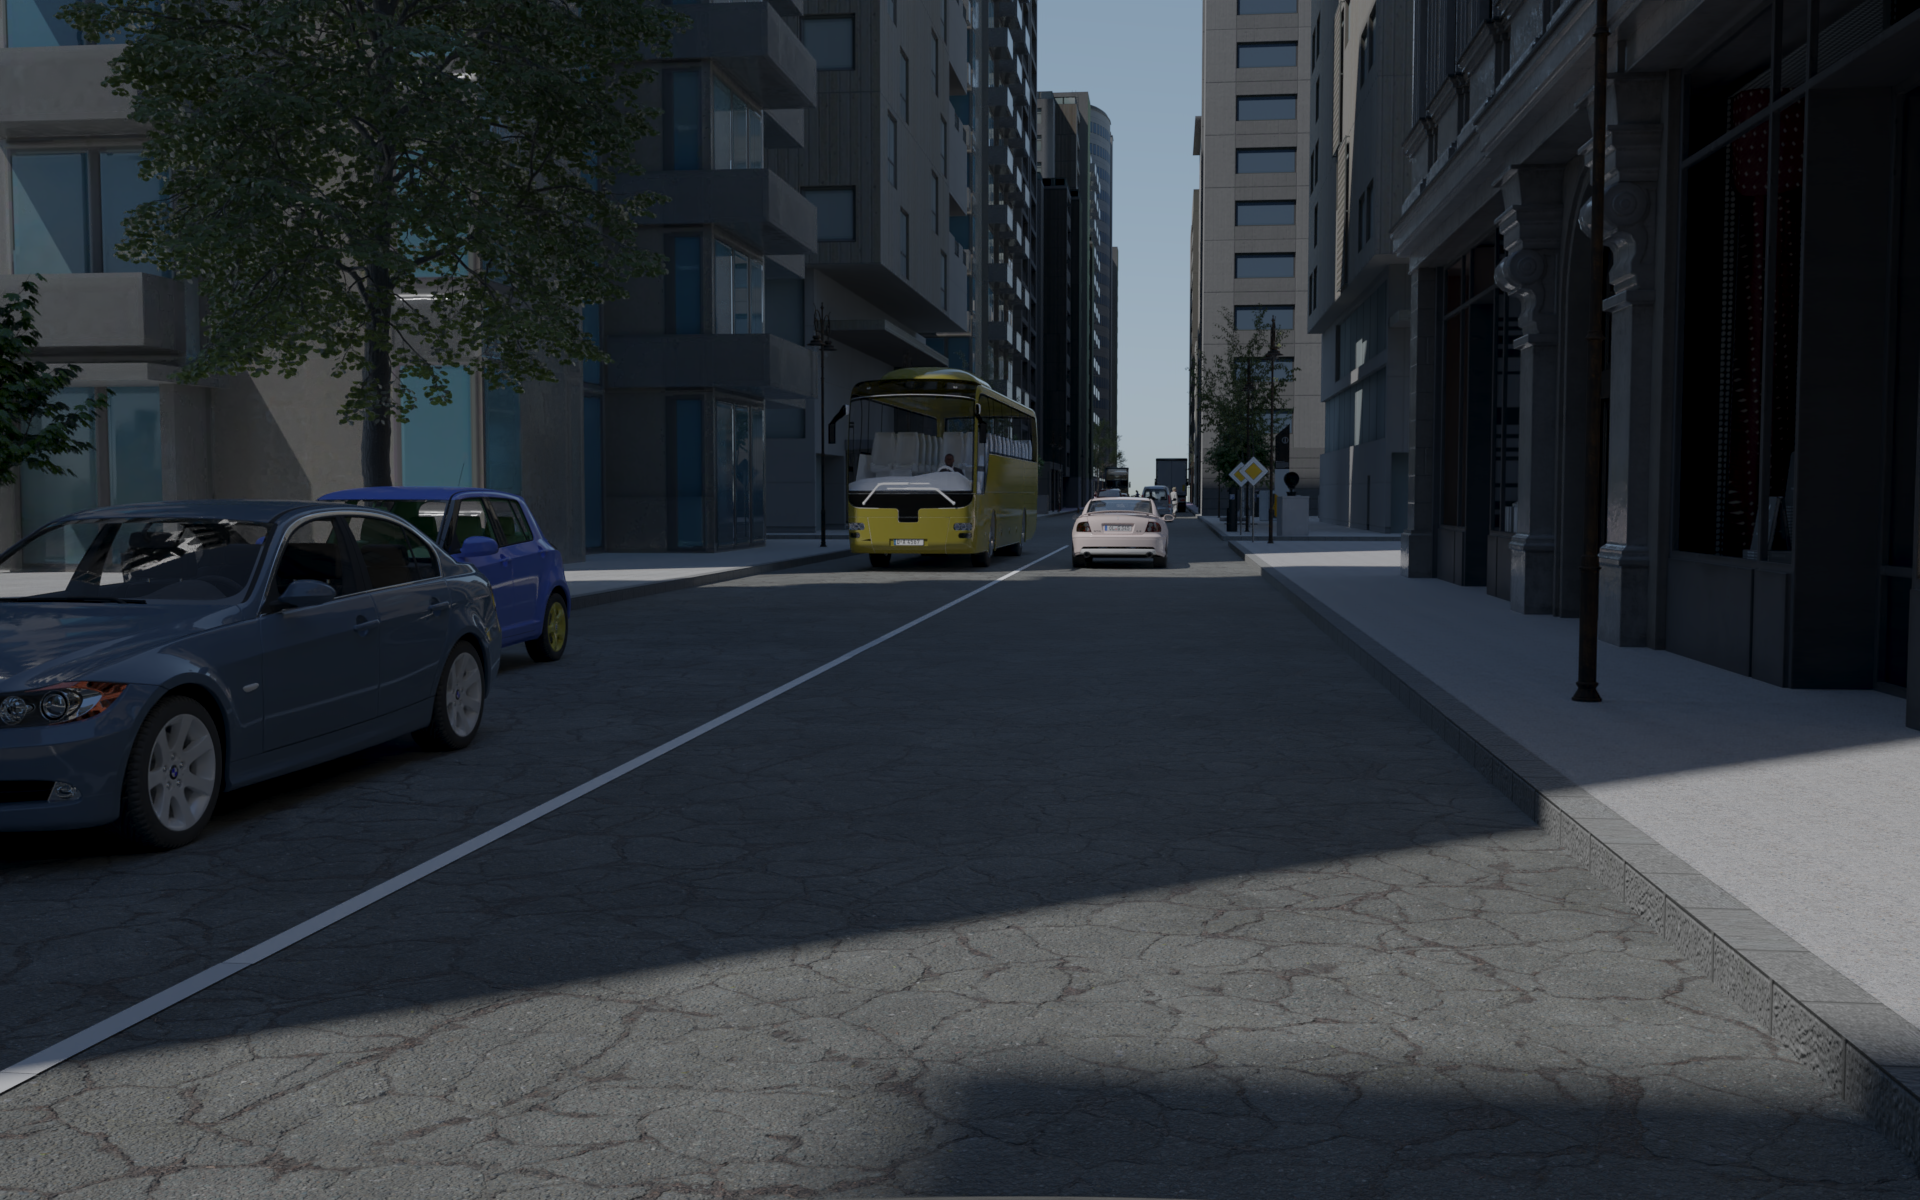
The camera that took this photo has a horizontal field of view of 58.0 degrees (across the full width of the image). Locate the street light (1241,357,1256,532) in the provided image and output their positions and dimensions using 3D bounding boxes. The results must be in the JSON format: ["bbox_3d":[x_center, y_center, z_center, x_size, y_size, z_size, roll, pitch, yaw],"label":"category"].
[{"bbox_3d":[9.741,-5.249,58.605,0.468,5.910,1.993,0,4,7],"label":"street light"}]

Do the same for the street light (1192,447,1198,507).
[{"bbox_3d":[23.258,-12.047,169.755,0.468,5.910,1.993,0,4,7],"label":"street light"}]

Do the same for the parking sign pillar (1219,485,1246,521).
[{"bbox_3d":[12.978,-5.699,81.644,1.447,3.967,1.447,1,4,18],"label":"parking sign pillar"}]

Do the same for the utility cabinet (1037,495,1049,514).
[{"bbox_3d":[5.113,-6.043,109.965,1.020,1.237,0.306,2,4,25],"label":"utility cabinet"}]

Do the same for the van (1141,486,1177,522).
[{"bbox_3d":[10.157,-5.043,89.457,2.013,2.044,4.112,1,4,8],"label":"van"}]

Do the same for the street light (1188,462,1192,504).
[{"bbox_3d":[27.484,-14.144,204.036,0.468,5.910,1.993,0,4,7],"label":"street light"}]

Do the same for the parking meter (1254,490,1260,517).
[{"bbox_3d":[16.416,-5.345,95.795,0.372,1.533,0.369,0,3,0],"label":"parking meter"}]

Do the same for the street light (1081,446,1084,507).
[{"bbox_3d":[11.701,-11.800,165.715,0.468,5.910,1.993,0,4,7],"label":"street light"}]

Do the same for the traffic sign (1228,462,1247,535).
[{"bbox_3d":[8.756,-3.078,53.968,0.795,2.450,0.064,0,4,7],"label":"traffic sign"}]

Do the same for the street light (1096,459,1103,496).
[{"bbox_3d":[15.914,-13.897,199.997,0.468,5.910,1.993,0,4,7],"label":"street light"}]

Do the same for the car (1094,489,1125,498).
[{"bbox_3d":[10.966,-7.224,126.777,2.281,1.827,5.304,0,4,7],"label":"car"}]

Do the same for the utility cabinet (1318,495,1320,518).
[{"bbox_3d":[19.731,-4.997,92.869,1.020,1.237,0.306,0,4,3],"label":"utility cabinet"}]

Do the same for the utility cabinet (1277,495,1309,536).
[{"bbox_3d":[10.215,-2.570,53.186,1.020,1.237,0.306,-2,4,-26],"label":"utility cabinet"}]

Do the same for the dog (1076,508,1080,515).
[{"bbox_3d":[8.053,-6.049,118.185,0.406,0.507,0.540,-2,4,-28],"label":"dog"}]

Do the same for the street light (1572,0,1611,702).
[{"bbox_3d":[3.891,-2.311,10.571,0.468,5.910,1.993,0,4,7],"label":"street light"}]

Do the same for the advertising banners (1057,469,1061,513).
[{"bbox_3d":[6.927,-7.630,120.940,0.090,3.025,2.074,1,4,9],"label":"advertising banners"}]

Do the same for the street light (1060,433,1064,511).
[{"bbox_3d":[7.616,-9.702,131.417,0.468,5.910,1.993,0,4,7],"label":"street light"}]

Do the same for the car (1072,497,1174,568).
[{"bbox_3d":[3.279,-1.390,35.083,2.083,1.381,4.827,0,4,7],"label":"car"}]

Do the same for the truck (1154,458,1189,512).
[{"bbox_3d":[17.116,-9.253,140.198,2.839,4.237,11.283,0,4,7],"label":"truck"}]

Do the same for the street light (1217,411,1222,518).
[{"bbox_3d":[13.983,-7.371,93.310,0.468,5.910,1.993,0,4,7],"label":"street light"}]

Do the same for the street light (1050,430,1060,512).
[{"bbox_3d":[6.718,-9.293,124.735,0.468,5.910,1.993,0,4,7],"label":"street light"}]

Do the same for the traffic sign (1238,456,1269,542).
[{"bbox_3d":[7.794,-2.593,46.041,0.795,2.450,0.064,0,4,7],"label":"traffic sign"}]

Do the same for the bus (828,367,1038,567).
[{"bbox_3d":[-0.137,-2.795,37.242,2.896,3.916,12.252,0,4,8],"label":"bus"}]

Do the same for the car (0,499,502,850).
[{"bbox_3d":[-3.795,0.209,8.578,2.014,1.417,4.499,0,4,8],"label":"car"}]

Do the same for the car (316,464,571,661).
[{"bbox_3d":[-4.424,-0.249,13.669,1.945,1.707,3.694,0,4,7],"label":"car"}]

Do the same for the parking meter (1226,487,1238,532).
[{"bbox_3d":[9.266,-3.093,58.979,0.372,1.533,0.369,0,3,0],"label":"parking meter"}]

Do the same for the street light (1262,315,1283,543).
[{"bbox_3d":[8.077,-4.408,44.856,0.468,5.910,1.993,0,4,7],"label":"street light"}]

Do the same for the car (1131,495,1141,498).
[{"bbox_3d":[28.614,-16.546,283.114,1.945,1.354,3.894,1,4,9],"label":"car"}]

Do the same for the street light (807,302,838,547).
[{"bbox_3d":[-3.317,-4.225,41.861,0.468,5.910,1.993,0,4,7],"label":"street light"}]

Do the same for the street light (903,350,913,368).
[{"bbox_3d":[-1.659,-5.054,55.422,0.468,5.910,1.993,0,4,7],"label":"street light"}]

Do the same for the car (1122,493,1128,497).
[{"bbox_3d":[13.270,-8.287,144.525,2.155,1.783,4.494,1,4,8],"label":"car"}]

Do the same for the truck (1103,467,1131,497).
[{"bbox_3d":[16.680,-11.925,183.889,2.839,4.237,11.283,0,4,5],"label":"truck"}]

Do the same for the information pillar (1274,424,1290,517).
[{"bbox_3d":[10.709,-4.046,57.506,0.504,3.616,0.183,1,4,9],"label":"information pillar"}]
